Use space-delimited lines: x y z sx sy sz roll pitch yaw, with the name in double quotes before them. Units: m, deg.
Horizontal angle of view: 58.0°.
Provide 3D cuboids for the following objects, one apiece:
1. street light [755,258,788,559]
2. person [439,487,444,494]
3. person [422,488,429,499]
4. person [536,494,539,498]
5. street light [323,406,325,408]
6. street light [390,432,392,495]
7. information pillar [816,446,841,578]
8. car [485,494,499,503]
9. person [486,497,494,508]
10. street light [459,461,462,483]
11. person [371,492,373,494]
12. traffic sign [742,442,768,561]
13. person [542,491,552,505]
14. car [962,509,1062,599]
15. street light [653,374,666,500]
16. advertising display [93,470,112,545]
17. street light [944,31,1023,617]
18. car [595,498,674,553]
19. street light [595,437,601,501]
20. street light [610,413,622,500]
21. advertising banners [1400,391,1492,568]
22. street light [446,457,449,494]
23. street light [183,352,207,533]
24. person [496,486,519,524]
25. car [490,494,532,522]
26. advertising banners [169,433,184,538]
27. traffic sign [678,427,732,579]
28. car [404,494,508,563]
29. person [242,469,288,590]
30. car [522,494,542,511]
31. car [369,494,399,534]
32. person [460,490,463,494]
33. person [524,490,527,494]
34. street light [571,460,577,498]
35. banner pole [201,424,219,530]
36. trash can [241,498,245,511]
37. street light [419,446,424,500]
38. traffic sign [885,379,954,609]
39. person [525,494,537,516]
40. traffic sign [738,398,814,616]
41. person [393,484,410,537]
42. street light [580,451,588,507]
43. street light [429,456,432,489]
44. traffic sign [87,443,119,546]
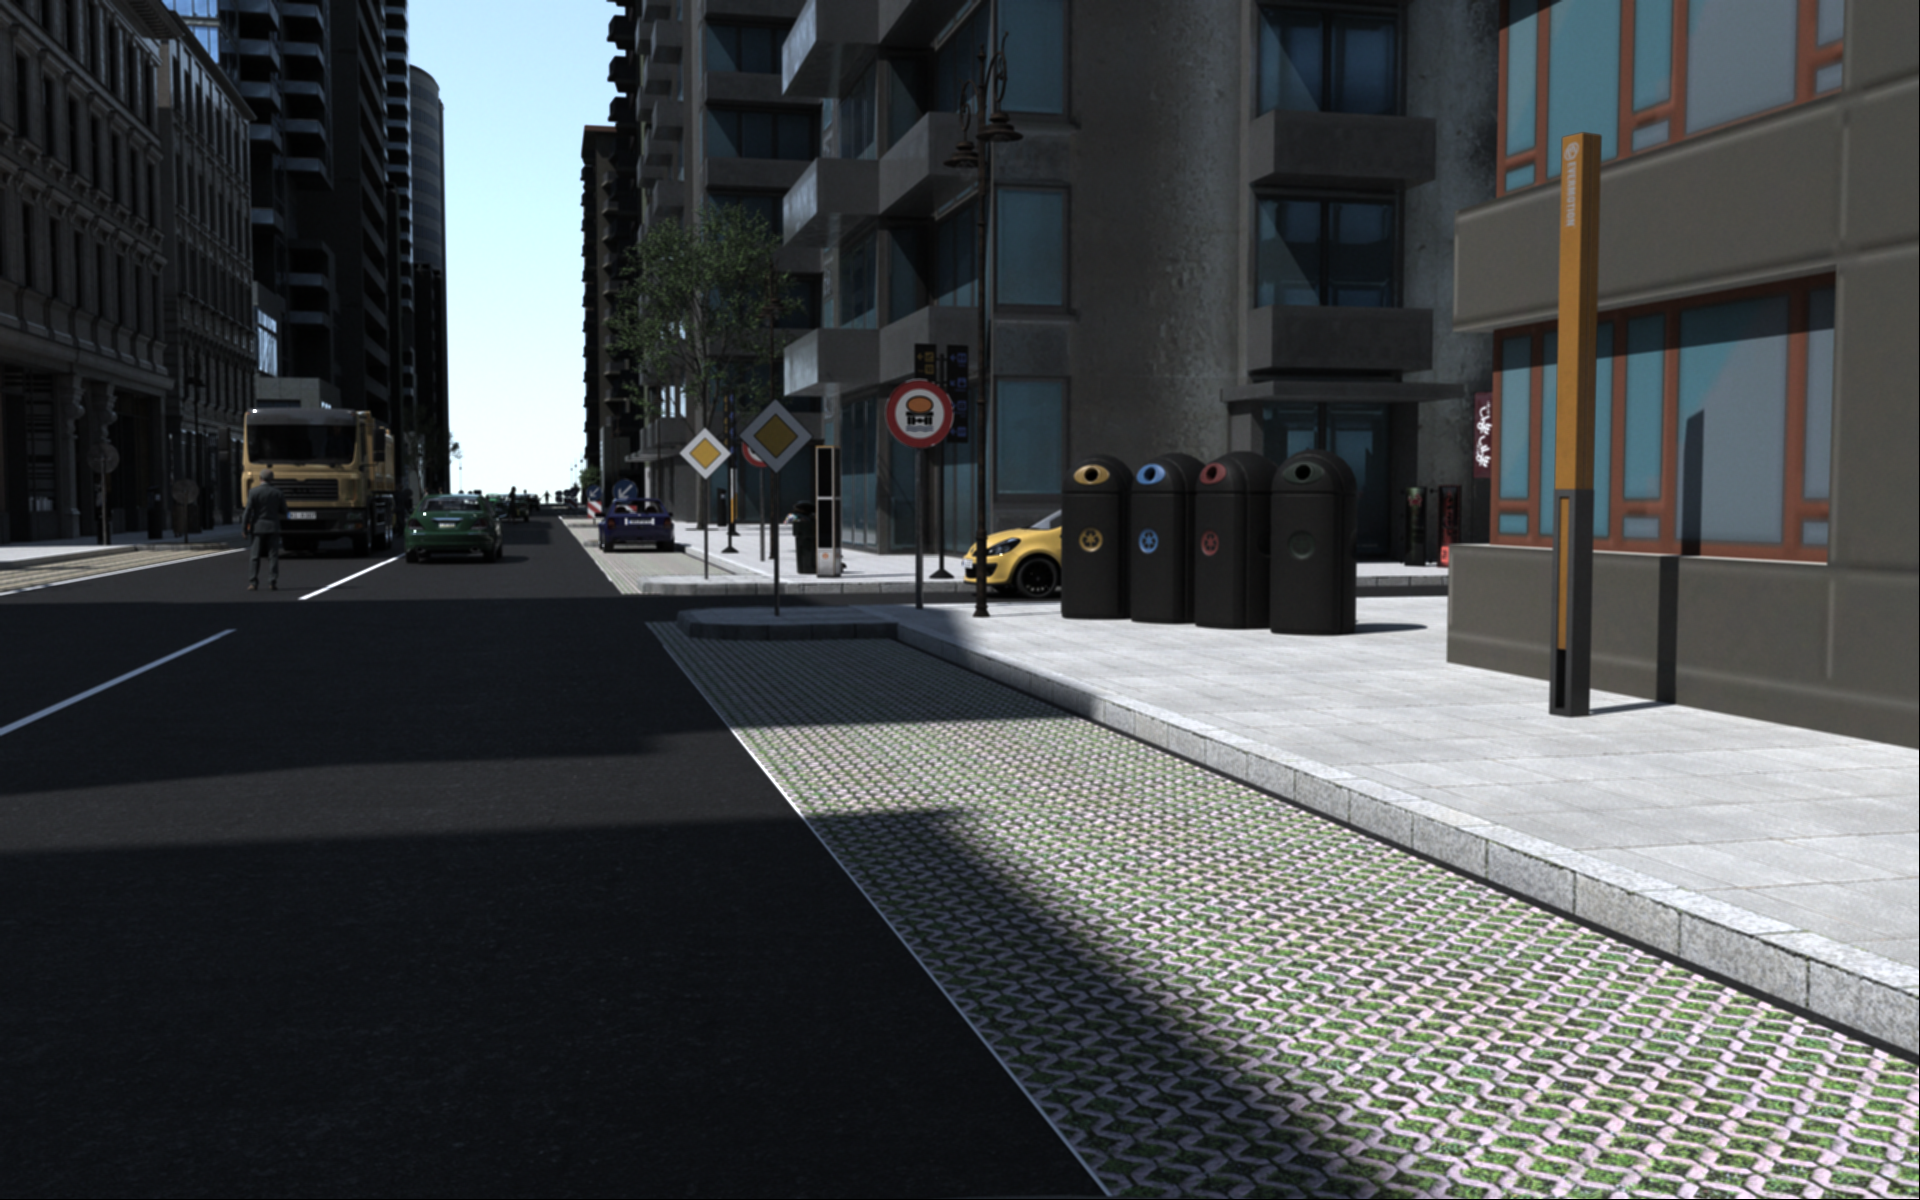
"street light" -3.693 -3.747 34.050 0.468 5.910 1.993 -1 4 -14
"person" -27.638 -5.100 92.224 0.374 1.781 0.599 0 4 6
"person" -29.488 -5.304 95.553 0.374 1.781 0.599 -2 4 -27
"person" -57.069 -13.559 233.450 1.065 1.426 0.557 2 4 27
"street light" -32.799 -7.138 89.495 0.468 5.910 1.993 -1 4 -14
"street light" -42.680 -9.615 129.988 0.468 5.910 1.993 -1 4 -14
"information pillar" -2.015 -1.351 26.577 0.304 2.012 0.304 1 4 17
"car" -50.400 -10.883 186.732 1.959 1.807 4.718 -1 4 -12
"person" -20.962 -3.934 77.106 0.425 1.301 0.394 0 4 -1
"street light" -70.251 -16.569 243.694 0.468 5.910 1.993 -1 4 -14
"person" -26.546 -4.227 77.735 0.709 1.813 0.853 0 4 6
"traffic sign" -3.767 -2.011 32.986 0.768 2.556 0.104 -1 4 -12
"person" -52.364 -12.930 219.529 1.348 1.869 0.705 -1 4 -23
"car" 2.018 -0.883 24.667 3.980 1.641 2.015 -1 4 -14
"street light" -11.625 -5.756 66.893 0.468 5.910 1.993 -1 4 -14
"advertising display" -21.692 -2.362 43.837 0.123 1.923 0.974 -3 5 -43
"street light" 0.224 -2.761 17.937 0.468 5.910 1.993 -1 4 -14
"car" -8.162 -1.893 43.530 1.945 1.354 3.894 -1 4 -14
"street light" -29.514 -10.295 141.108 0.468 5.910 1.993 -1 4 -14
"street light" -19.534 -7.723 99.051 0.468 5.910 1.993 -1 4 -14
"advertising banners" 8.489 -2.073 30.087 0.090 3.025 2.074 -2 4 -34
"street light" -62.535 -14.601 211.507 0.468 5.910 1.993 -1 4 -14
"street light" -24.834 -5.112 56.371 0.468 5.910 1.993 -1 4 -14
"person" -21.536 -4.492 82.163 0.699 1.804 1.509 3 5 43
"car" -23.384 -4.792 90.147 2.131 1.459 4.920 -1 4 -14
"advertising banners" -23.091 -3.353 51.013 0.090 3.025 2.074 -1 4 -16
"traffic sign" -3.813 -1.365 25.963 0.795 2.450 0.064 -1 4 -14
"car" -10.924 -1.573 37.515 2.131 1.459 4.920 -1 4 -12
"person" -10.397 -1.053 25.887 0.661 1.801 0.590 -2 4 -32
"car" -37.133 -8.398 149.100 2.131 1.459 4.920 -1 4 -12
"car" -21.543 -3.276 63.793 2.015 1.641 3.980 -1 4 -14
"person" -40.129 -7.988 139.840 0.721 1.736 1.217 -1 4 -20
"person" -38.915 -8.956 154.900 0.705 1.831 1.348 -1 4 -12
"street light" -49.139 -15.219 221.624 0.468 5.910 1.993 -1 4 -14
"banner pole" -26.865 -4.408 62.089 0.401 3.779 0.863 1 4 16
"trash can" -27.041 -3.327 66.055 0.748 1.137 0.748 0 3 0
"street light" -50.574 -11.609 162.586 0.468 5.910 1.993 -1 4 -14
"traffic sign" -0.453 -1.171 19.256 0.768 2.556 0.104 -1 4 -8
"person" -28.484 -6.281 114.454 1.065 1.426 0.557 -1 4 -22
"traffic sign" -1.934 -0.890 18.201 0.795 2.450 0.064 -1 4 -14
"person" -18.642 -2.993 57.864 0.534 1.772 0.576 0 4 -1
"street light" -37.518 -12.276 173.508 0.468 5.910 1.993 -1 4 -14
"street light" -54.513 -12.583 178.514 0.468 5.910 1.993 -1 4 -14
"traffic sign" -21.252 -2.622 42.968 0.768 2.556 0.104 0 4 -6
